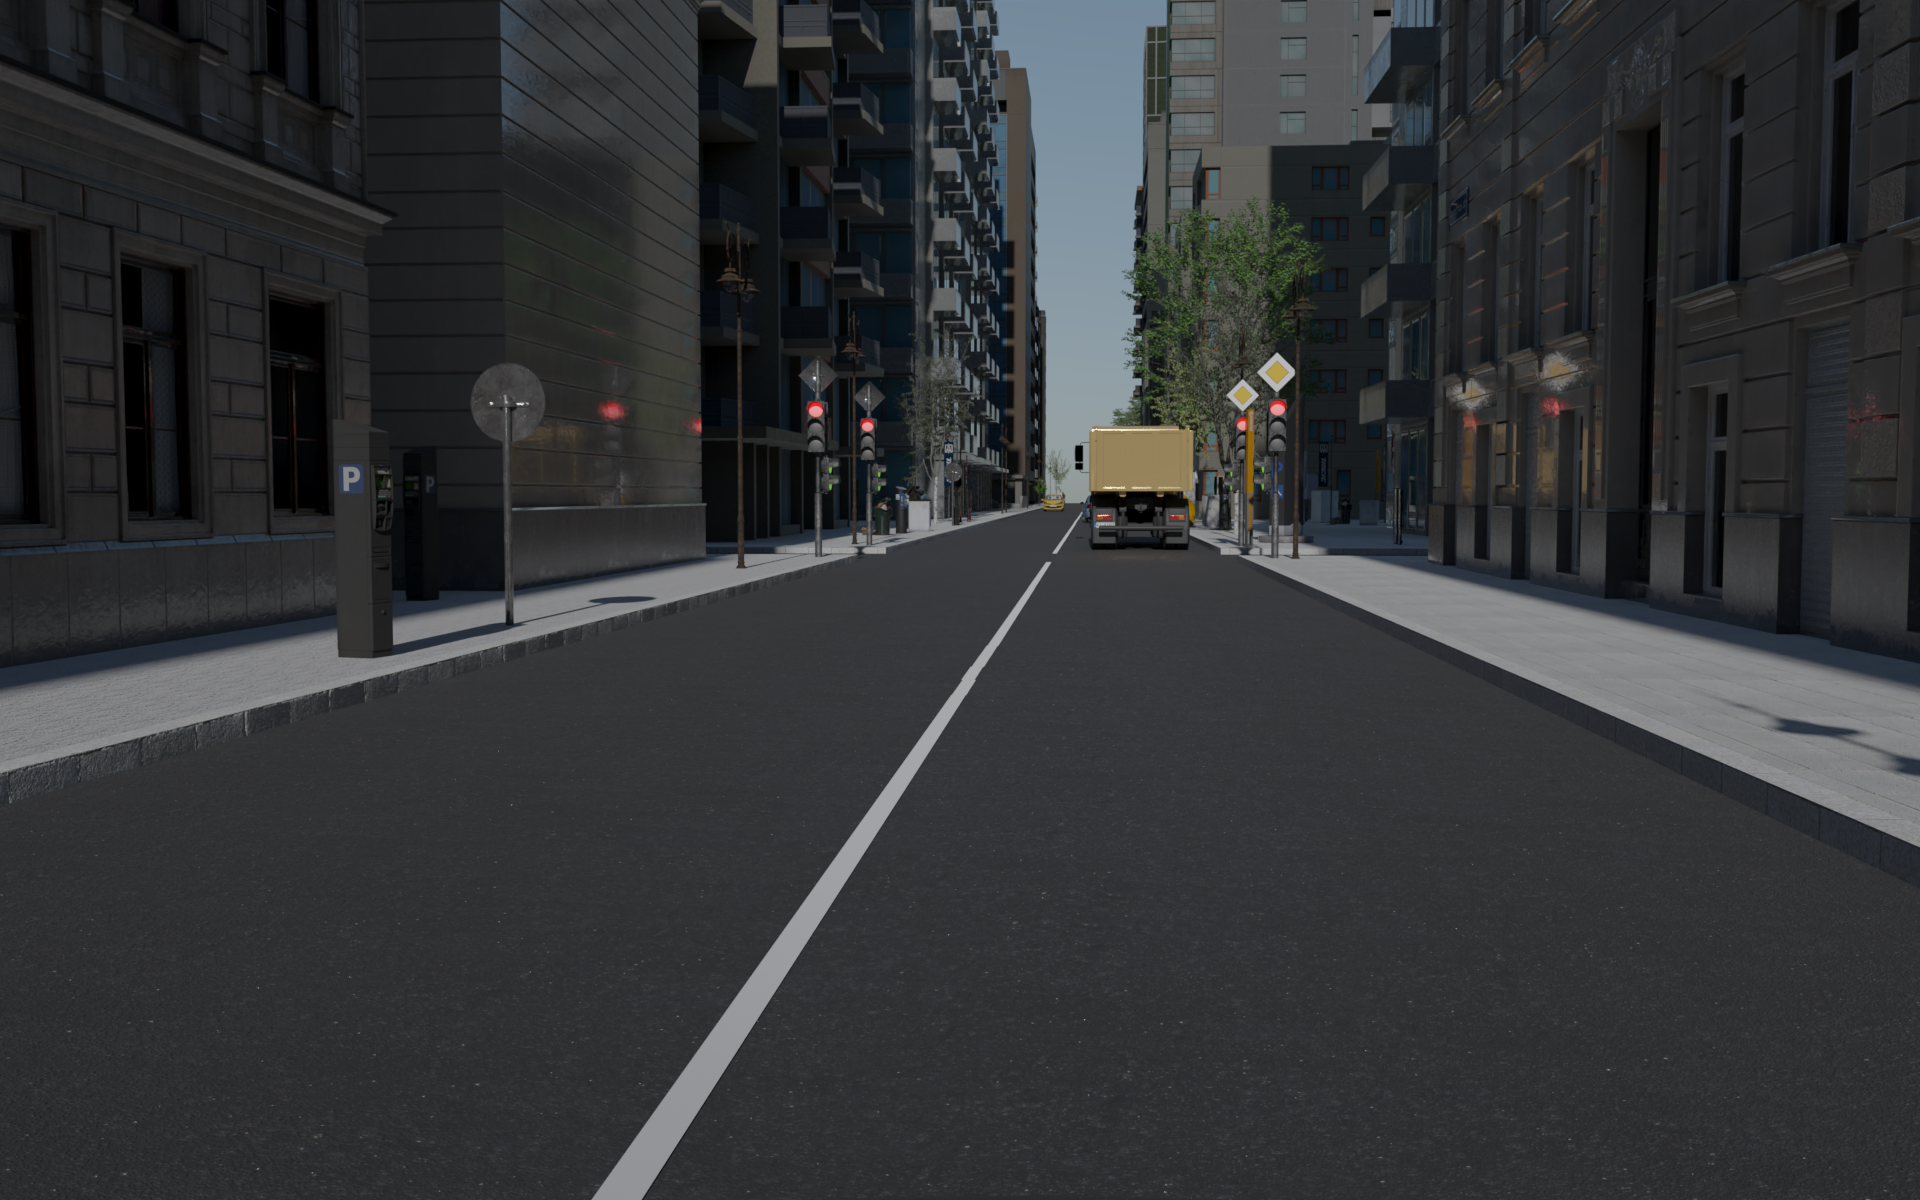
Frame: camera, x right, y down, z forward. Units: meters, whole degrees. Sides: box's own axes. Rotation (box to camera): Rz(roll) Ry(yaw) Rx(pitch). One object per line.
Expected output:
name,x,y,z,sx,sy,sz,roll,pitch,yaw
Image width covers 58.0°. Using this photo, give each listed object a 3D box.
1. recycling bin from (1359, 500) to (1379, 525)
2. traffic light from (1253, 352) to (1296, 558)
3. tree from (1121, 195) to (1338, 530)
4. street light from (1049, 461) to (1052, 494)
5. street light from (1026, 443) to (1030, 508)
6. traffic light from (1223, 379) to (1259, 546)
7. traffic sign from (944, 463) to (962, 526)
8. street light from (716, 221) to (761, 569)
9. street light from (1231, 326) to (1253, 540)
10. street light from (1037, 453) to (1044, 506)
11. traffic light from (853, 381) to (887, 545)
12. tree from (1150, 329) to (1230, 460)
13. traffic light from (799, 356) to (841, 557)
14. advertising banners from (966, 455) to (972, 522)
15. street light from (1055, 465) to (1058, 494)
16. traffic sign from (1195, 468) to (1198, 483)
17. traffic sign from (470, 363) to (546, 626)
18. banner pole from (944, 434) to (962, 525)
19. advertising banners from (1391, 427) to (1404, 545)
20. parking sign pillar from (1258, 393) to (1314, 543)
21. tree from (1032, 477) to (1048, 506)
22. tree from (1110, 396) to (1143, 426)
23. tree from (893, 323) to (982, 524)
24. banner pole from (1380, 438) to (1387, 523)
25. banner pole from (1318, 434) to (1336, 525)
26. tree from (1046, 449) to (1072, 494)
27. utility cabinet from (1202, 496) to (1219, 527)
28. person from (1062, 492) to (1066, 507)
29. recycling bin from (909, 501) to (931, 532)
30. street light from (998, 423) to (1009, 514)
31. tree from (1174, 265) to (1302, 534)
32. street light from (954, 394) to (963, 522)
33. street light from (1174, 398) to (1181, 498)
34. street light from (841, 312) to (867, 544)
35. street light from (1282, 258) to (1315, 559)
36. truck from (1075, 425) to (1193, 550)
recycling bin,16.819,-3.585,71.175,0.722,1.027,0.722,1,4,19
traffic light,6.271,-2.787,34.489,0.839,4.253,0.868,0,4,4
tree,9.480,-8.313,61.666,9.928,11.665,9.643,0,3,0
street light,12.438,-16.251,238.485,0.468,5.910,1.993,0,4,4
street light,6.061,-11.138,154.887,0.468,5.910,1.993,0,4,4
traffic light,6.890,-3.274,42.450,0.839,4.253,0.868,0,4,4
traffic sign,-0.294,-4.271,69.929,0.768,2.556,0.104,1,4,10
street light,-3.771,-3.479,29.667,0.468,5.910,1.993,0,4,4
street light,7.772,-4.591,47.852,0.468,5.910,1.993,0,4,4
street light,8.678,-13.276,189.853,0.468,5.910,1.993,0,4,4
traffic light,-2.245,-3.316,43.142,0.839,4.253,0.868,0,4,4
tree,10.391,-7.808,78.021,4.737,8.622,4.395,0,3,0
traffic light,-2.864,-2.829,35.181,0.839,4.253,0.868,0,4,4
advertising banners,0.389,-5.058,78.882,0.090,3.025,2.074,0,4,7
street light,15.234,-18.367,273.088,0.468,5.910,1.993,0,4,4
traffic sign,8.935,-3.982,67.231,0.606,2.300,0.079,1,4,13
traffic sign,-4.400,-1.024,16.845,0.768,2.556,0.104,1,4,9
banner pole,-0.328,-5.047,72.528,0.863,3.779,0.401,2,4,29
advertising banners,11.192,-2.947,44.364,0.090,3.025,2.074,0,4,7
parking sign pillar,8.629,-3.501,45.713,1.447,3.967,1.447,2,4,34
tree,9.091,-12.228,194.522,1.663,3.219,1.824,0,3,0
tree,20.216,-17.281,200.673,7.486,12.596,7.792,0,3,0
tree,-1.064,-7.646,75.367,4.360,8.622,3.978,0,3,0
banner pole,19.042,-5.360,77.654,0.401,3.779,0.863,0,4,5
banner pole,15.301,-5.030,72.264,0.863,3.779,0.401,-1,4,-21
tree,15.541,-19.977,276.987,4.737,8.622,4.395,0,3,0
utility cabinet,10.121,-3.521,68.732,1.020,1.237,0.306,-1,4,-22
person,11.111,-10.751,185.746,0.415,1.643,0.593,2,4,29
recycling bin,-1.377,-2.874,59.544,0.722,1.027,0.722,0,4,4
street light,2.768,-8.586,113.170,0.468,5.910,1.993,0,4,4
tree,8.869,-6.416,55.260,4.360,8.622,3.978,0,3,0
street light,0.024,-6.472,78.608,0.468,5.910,1.993,0,4,4
street light,10.427,-6.705,82.422,0.468,5.910,1.993,0,4,4
street light,-2.688,-4.358,44.042,0.468,5.910,1.993,0,4,4
street light,6.639,-3.750,34.096,0.468,5.910,1.993,0,4,4
truck,4.888,-3.189,48.057,3.469,3.379,9.791,0,4,4
